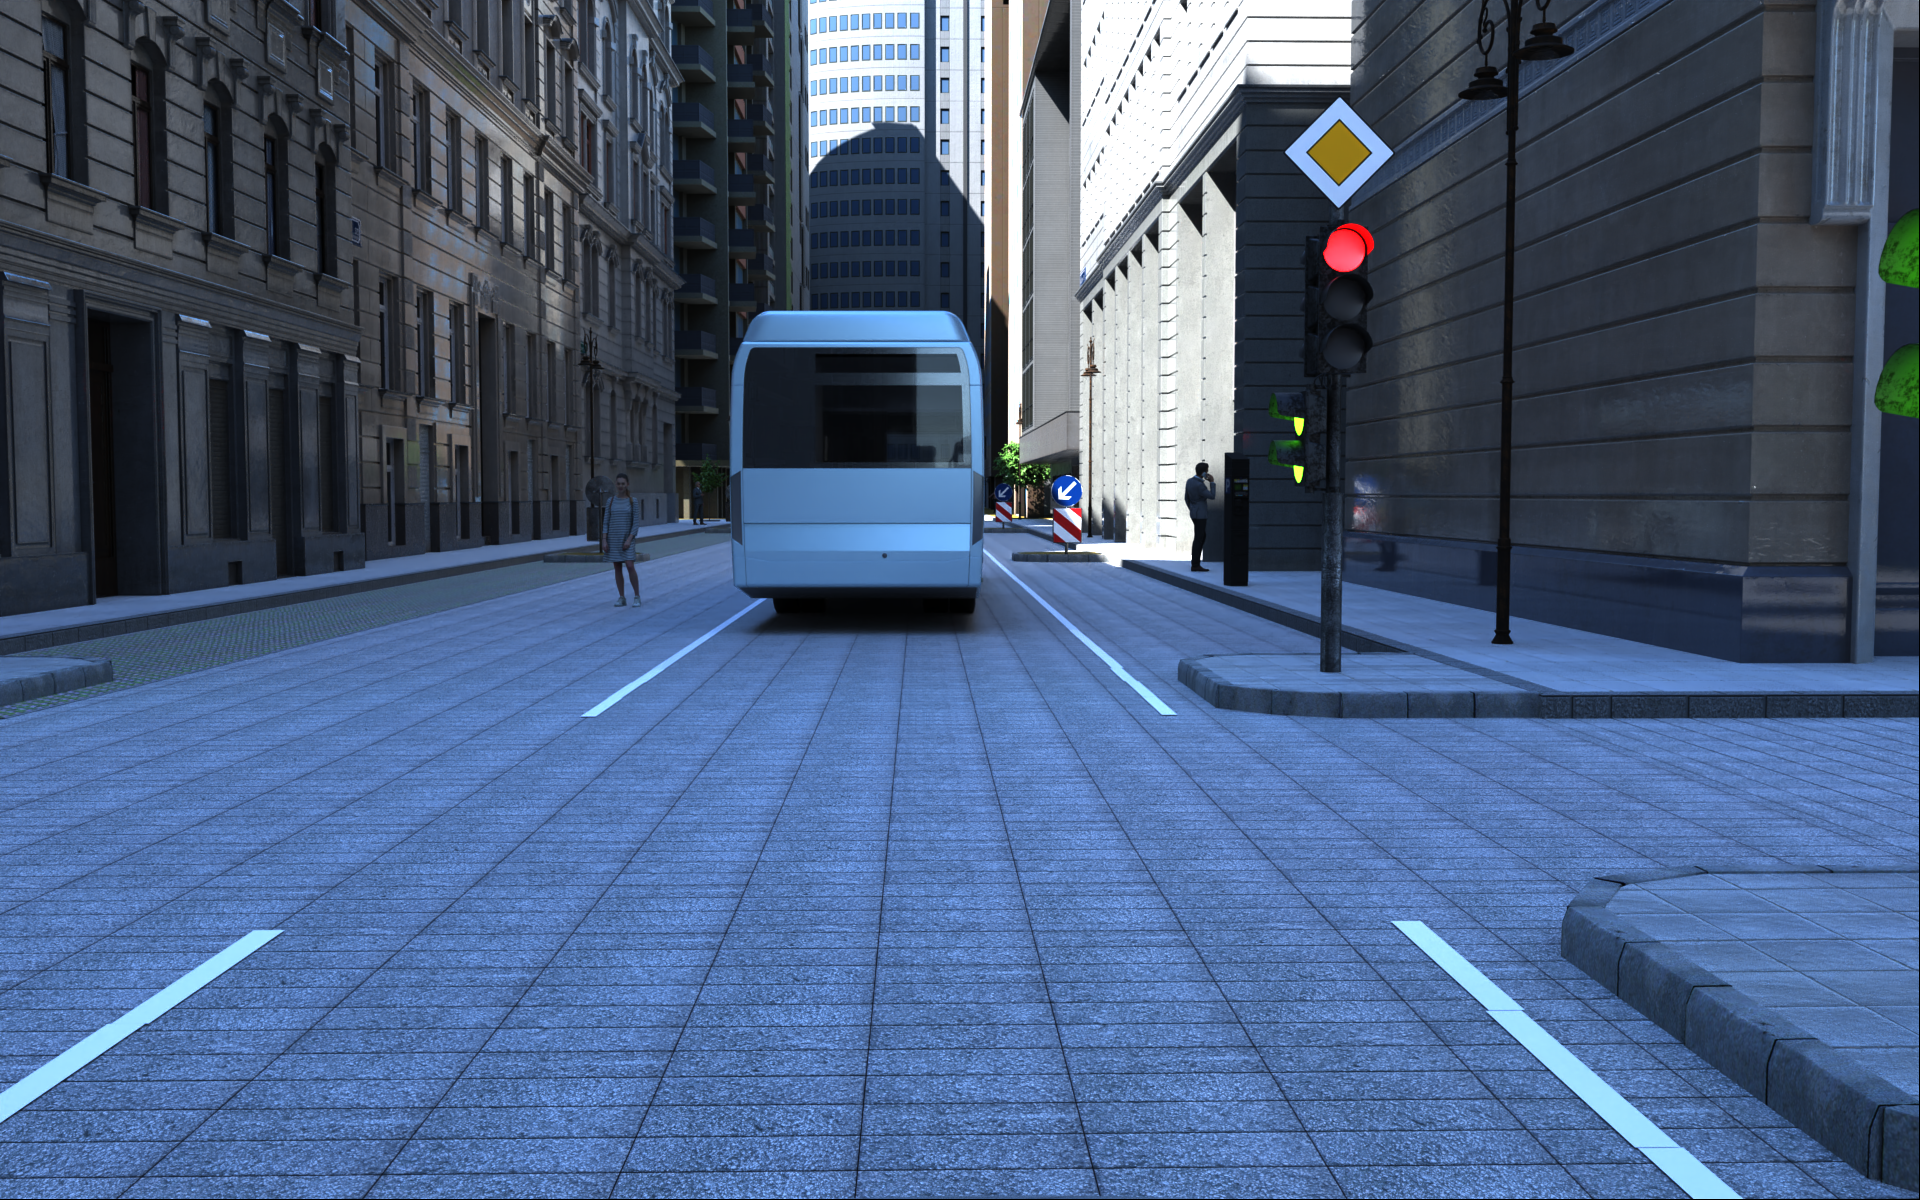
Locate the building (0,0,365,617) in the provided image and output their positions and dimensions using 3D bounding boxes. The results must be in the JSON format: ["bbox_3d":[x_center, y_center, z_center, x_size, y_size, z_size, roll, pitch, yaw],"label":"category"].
[{"bbox_3d":[-14.756,-10.467,20.290,9.793,20.994,18.267,0,4,-1],"label":"building"}]

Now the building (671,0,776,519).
[{"bbox_3d":[-22.516,-27.306,101.076,22.147,44.769,28.867,0,4,-1],"label":"building"}]

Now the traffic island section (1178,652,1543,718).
[{"bbox_3d":[2.699,0.597,12.515,2.009,0.180,2.903,0,4,-1],"label":"traffic island section"}]

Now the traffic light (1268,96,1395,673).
[{"bbox_3d":[2.658,-1.436,12.400,0.839,4.253,0.868,0,4,-1],"label":"traffic light"}]

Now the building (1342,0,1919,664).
[{"bbox_3d":[15.487,-14.237,18.677,20.117,28.700,13.634,0,4,-1],"label":"building"}]

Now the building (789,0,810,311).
[{"bbox_3d":[-26.696,-34.172,147.944,27.495,52.752,28.713,0,4,-1],"label":"building"}]

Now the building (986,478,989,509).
[{"bbox_3d":[9.312,-23.533,156.467,14.160,30.474,14.107,0,4,-1],"label":"building"}]

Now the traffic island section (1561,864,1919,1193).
[{"bbox_3d":[2.884,1.086,4.532,2.009,0.180,2.903,0,4,-1],"label":"traffic island section"}]

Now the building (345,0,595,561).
[{"bbox_3d":[-17.197,-14.950,41.691,12.463,27.353,25.104,0,4,-1],"label":"building"}]

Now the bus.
[{"bbox_3d":[-1.019,-1.784,24.025,2.948,3.499,13.247,0,4,0],"label":"bus"}]

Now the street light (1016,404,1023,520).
[{"bbox_3d":[3.009,-6.982,86.940,0.468,5.910,1.993,0,4,-1],"label":"street light"}]

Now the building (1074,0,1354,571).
[{"bbox_3d":[9.721,-16.220,42.696,11.434,29.767,29.804,0,4,-1],"label":"building"}]

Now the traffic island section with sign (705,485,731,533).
[{"bbox_3d":[-8.309,-3.380,63.887,1.989,1.847,2.006,0,4,-1],"label":"traffic island section with sign"}]

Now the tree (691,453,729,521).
[{"bbox_3d":[-11.944,-5.322,81.623,1.663,3.219,1.824,0,3,0],"label":"tree"}]

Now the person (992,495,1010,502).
[{"bbox_3d":[2.694,-6.586,114.447,1.217,1.735,0.721,1,4,19],"label":"person"}]

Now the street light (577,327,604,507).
[{"bbox_3d":[-10.222,-4.607,48.105,0.468,5.910,1.993,0,4,-1],"label":"street light"}]

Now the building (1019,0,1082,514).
[{"bbox_3d":[10.428,-15.520,72.812,14.314,24.678,30.058,0,4,-1],"label":"building"}]

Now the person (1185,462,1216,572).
[{"bbox_3d":[3.989,-1.377,28.746,0.473,1.802,0.592,0,4,-1],"label":"person"}]

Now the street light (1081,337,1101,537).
[{"bbox_3d":[3.847,-4.790,51.099,0.468,5.910,1.993,0,4,-1],"label":"street light"}]

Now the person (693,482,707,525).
[{"bbox_3d":[-10.830,-4.031,72.128,0.590,1.801,0.661,1,4,20],"label":"person"}]

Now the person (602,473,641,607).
[{"bbox_3d":[-4.311,-0.773,22.150,0.512,1.701,0.522,0,4,3],"label":"person"}]

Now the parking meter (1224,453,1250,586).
[{"bbox_3d":[3.863,-1.131,24.199,0.255,1.863,0.399,-1,4,-10],"label":"parking meter"}]

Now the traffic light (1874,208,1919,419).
[{"bbox_3d":[2.844,-0.948,4.417,0.839,4.253,0.868,0,4,-1],"label":"traffic light"}]

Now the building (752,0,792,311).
[{"bbox_3d":[-19.534,-26.883,123.136,14.154,41.232,14.086,0,4,-1],"label":"building"}]

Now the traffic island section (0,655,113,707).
[{"bbox_3d":[-7.440,0.611,12.285,2.009,0.180,2.903,0,4,-1],"label":"traffic island section"}]

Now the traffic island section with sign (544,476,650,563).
[{"bbox_3d":[-7.692,-1.732,36.939,1.989,1.847,2.006,0,4,-1],"label":"traffic island section with sign"}]

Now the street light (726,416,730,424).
[{"bbox_3d":[-11.031,-6.800,83.966,0.468,5.910,1.993,0,4,-1],"label":"street light"}]

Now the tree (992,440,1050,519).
[{"bbox_3d":[3.400,-6.583,91.342,4.285,4.588,4.351,0,3,0],"label":"tree"}]

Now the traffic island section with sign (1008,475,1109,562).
[{"bbox_3d":[2.134,-1.757,37.348,1.989,1.847,2.006,0,4,-1],"label":"traffic island section with sign"}]

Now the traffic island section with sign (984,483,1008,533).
[{"bbox_3d":[1.482,-3.423,64.587,1.989,1.847,2.006,0,4,-1],"label":"traffic island section with sign"}]

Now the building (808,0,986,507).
[{"bbox_3d":[-5.711,-39.073,180.848,28.212,58.520,21.231,0,4,-1],"label":"building"}]

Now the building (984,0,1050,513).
[{"bbox_3d":[9.173,-30.078,141.880,14.600,45.320,14.200,0,4,-1],"label":"building"}]

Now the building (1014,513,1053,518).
[{"bbox_3d":[10.043,-27.464,99.145,14.600,45.320,14.200,0,4,-1],"label":"building"}]

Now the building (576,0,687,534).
[{"bbox_3d":[-18.620,-17.035,65.912,14.401,28.519,23.554,0,4,-1],"label":"building"}]

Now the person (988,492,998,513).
[{"bbox_3d":[2.447,-6.854,118.812,1.217,1.736,0.721,2,4,30],"label":"person"}]

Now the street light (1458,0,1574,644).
[{"bbox_3d":[4.656,-2.563,14.691,0.468,5.910,1.993,0,4,-1],"label":"street light"}]
